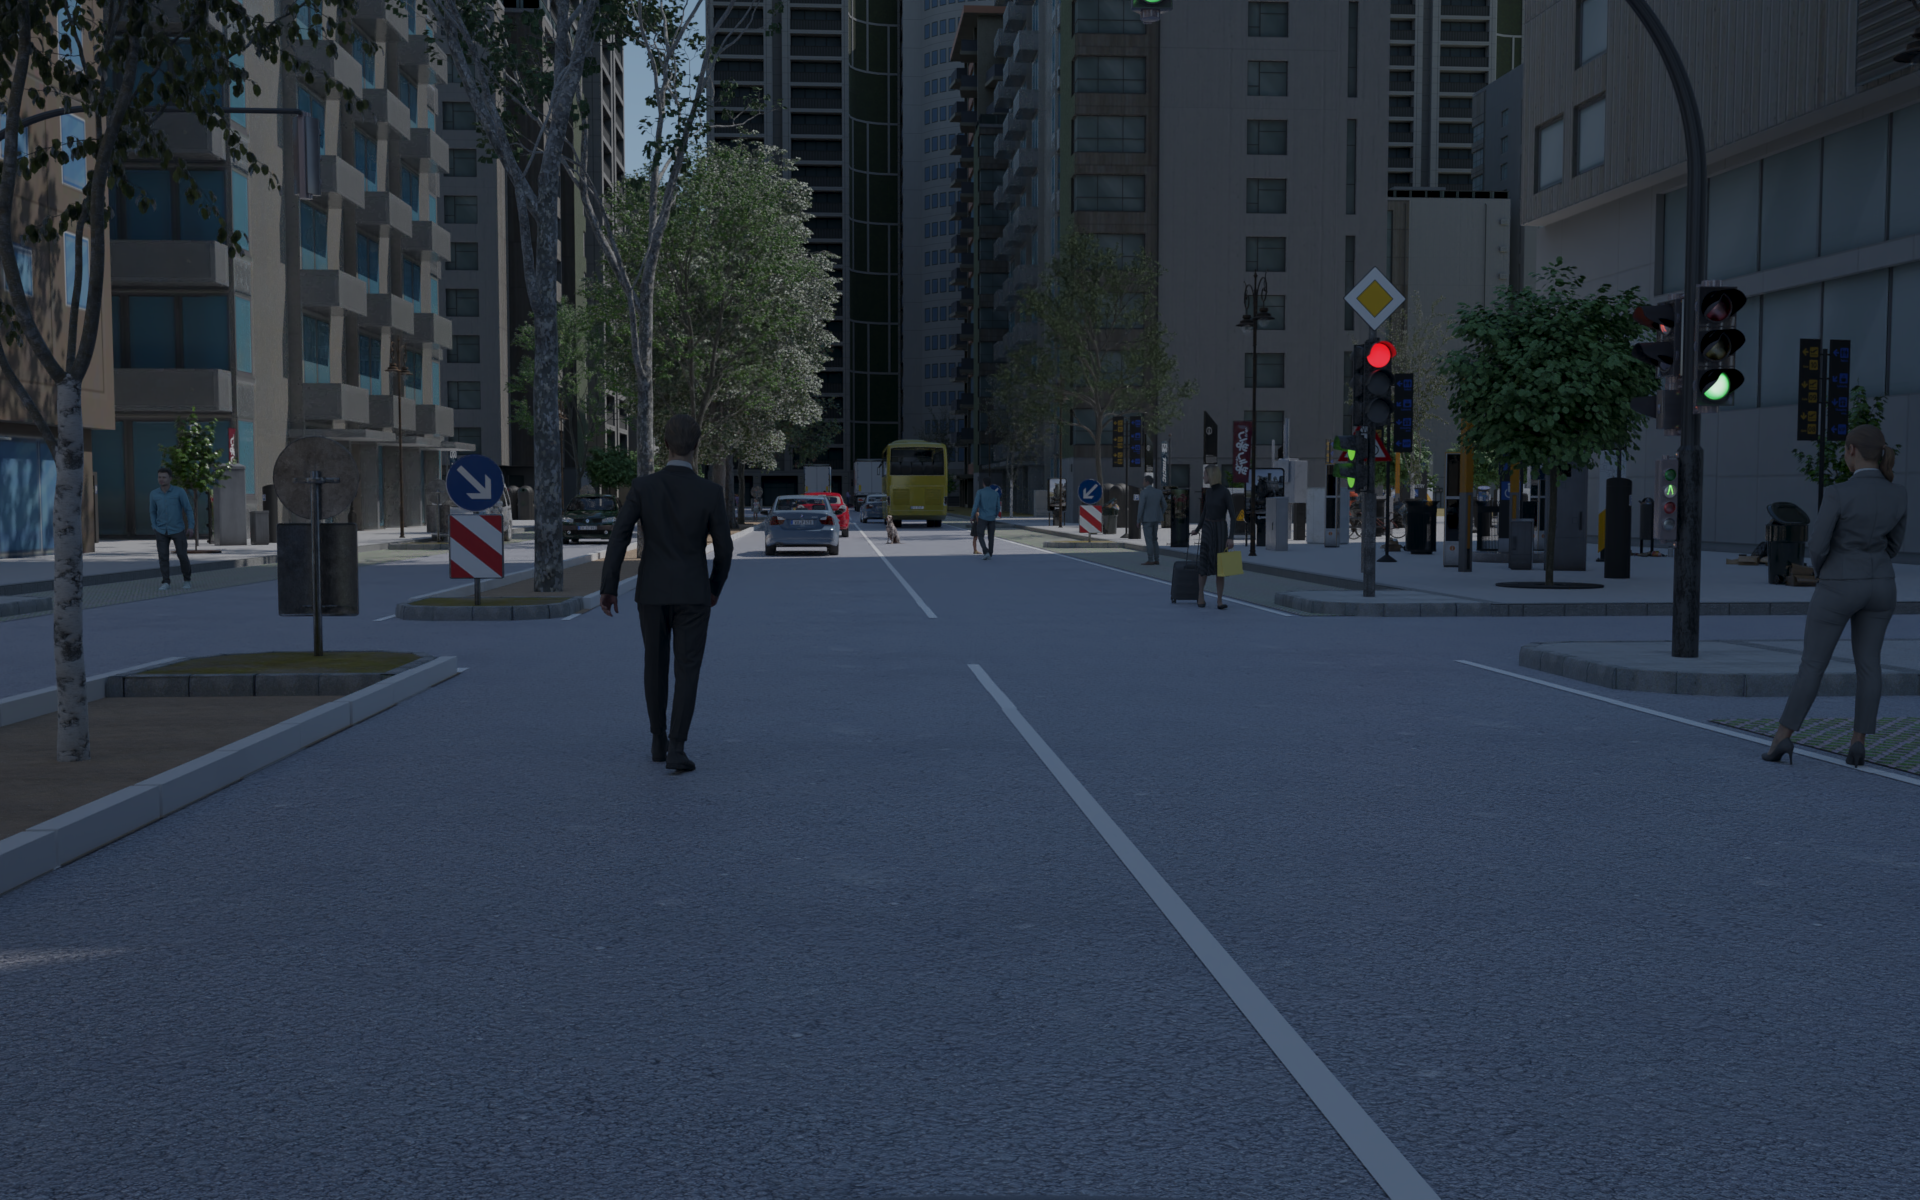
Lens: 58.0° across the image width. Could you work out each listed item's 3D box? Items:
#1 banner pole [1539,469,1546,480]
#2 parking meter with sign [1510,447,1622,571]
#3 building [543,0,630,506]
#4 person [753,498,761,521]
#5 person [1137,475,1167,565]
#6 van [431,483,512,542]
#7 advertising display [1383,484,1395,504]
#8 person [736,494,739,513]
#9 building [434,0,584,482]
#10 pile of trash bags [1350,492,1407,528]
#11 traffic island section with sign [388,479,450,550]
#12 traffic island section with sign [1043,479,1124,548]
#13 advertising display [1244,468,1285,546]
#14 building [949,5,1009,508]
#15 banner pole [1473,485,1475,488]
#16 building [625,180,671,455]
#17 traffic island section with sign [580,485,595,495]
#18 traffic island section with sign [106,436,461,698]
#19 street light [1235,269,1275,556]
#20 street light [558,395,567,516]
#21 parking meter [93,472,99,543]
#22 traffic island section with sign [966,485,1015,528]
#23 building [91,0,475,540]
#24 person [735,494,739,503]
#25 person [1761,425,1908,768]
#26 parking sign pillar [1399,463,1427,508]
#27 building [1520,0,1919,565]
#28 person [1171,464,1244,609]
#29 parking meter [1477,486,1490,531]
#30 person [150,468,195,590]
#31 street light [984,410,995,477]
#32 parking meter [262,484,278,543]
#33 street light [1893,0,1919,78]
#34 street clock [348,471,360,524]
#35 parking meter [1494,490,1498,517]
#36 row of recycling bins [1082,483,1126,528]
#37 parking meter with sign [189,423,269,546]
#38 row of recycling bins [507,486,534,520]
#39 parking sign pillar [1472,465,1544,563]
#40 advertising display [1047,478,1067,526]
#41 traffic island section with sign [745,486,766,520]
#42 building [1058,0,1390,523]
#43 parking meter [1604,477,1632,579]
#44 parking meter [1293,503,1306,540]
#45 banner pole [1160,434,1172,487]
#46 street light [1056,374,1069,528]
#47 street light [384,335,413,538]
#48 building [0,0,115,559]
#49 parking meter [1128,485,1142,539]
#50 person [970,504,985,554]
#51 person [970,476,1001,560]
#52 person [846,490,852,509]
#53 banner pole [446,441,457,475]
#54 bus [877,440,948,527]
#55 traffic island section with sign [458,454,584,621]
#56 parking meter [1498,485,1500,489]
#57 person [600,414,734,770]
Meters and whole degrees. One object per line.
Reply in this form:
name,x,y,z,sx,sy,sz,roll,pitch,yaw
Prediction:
banner pole,12.707,-2.882,37.131,0.863,3.779,0.401,1,4,23
parking meter with sign,10.162,-2.004,29.031,1.738,3.016,0.543,1,4,21
building,-35.533,-42.841,138.702,20.563,71.187,20.611,0,4,-4
person,-10.590,-4.705,90.448,0.505,1.210,0.382,1,4,16
person,3.835,-1.601,34.783,0.635,1.810,0.391,-3,5,-41
van,-14.271,-2.670,50.674,2.013,2.044,4.112,0,4,-3
advertising display,24.229,-5.656,97.688,0.974,1.923,0.123,1,4,10
person,-16.759,-7.236,130.032,0.599,1.433,0.991,0,4,-4
building,-29.922,-20.156,101.248,14.160,30.474,14.107,0,4,-4
pile of trash bags,15.670,-3.445,66.071,1.912,1.369,3.447,-1,4,-20
traffic island section with sign,-13.652,-2.232,45.119,1.989,1.847,2.006,0,4,-4
traffic island section with sign,3.272,-2.313,46.441,1.989,1.847,2.006,0,4,-4
advertising display,7.439,-2.273,42.376,0.974,1.923,0.123,0,4,2
building,10.479,-30.706,156.670,22.147,44.769,28.867,0,4,-4
banner pole,25.597,-5.944,87.203,0.401,3.779,0.863,-3,4,-38
building,-34.859,-23.824,161.229,14.107,30.474,14.160,0,4,-4
traffic island section with sign,-15.768,-3.959,73.353,1.989,1.847,2.006,0,4,-4
traffic island section with sign,-5.053,-0.305,13.116,2.006,1.907,1.989,0,4,-4
street light,6.068,-3.850,35.736,0.468,5.910,1.993,0,4,-4
street light,-18.664,-6.629,81.165,0.468,5.910,1.993,0,4,-4
parking meter,-22.681,-2.416,45.219,0.255,1.863,0.399,-1,4,-15
traffic island section with sign,1.261,-3.957,73.321,1.989,1.847,2.006,0,4,-4
building,-30.794,-26.898,59.398,23.786,49.044,30.456,0,4,-4
person,-15.098,-6.492,117.882,0.697,1.427,0.421,0,4,7
person,4.621,-0.022,9.140,0.520,1.790,0.573,-1,4,-23
parking sign pillar,22.162,-5.886,84.705,1.447,3.967,1.447,-1,4,-11
building,29.301,-27.213,34.174,27.495,52.752,28.713,0,4,-4
person,3.142,-0.813,22.016,0.699,1.804,1.509,0,4,-2
parking meter,15.859,-2.694,52.455,0.372,1.533,0.369,0,3,0
person,-11.773,-1.065,25.924,0.660,1.820,0.620,-1,4,-8
street light,1.638,-7.525,95.819,0.468,5.910,1.993,0,4,-4
parking meter,-18.076,-2.262,45.399,0.372,1.533,0.369,0,3,0
street light,7.836,-2.482,13.361,0.468,5.910,1.993,0,4,-4
street clock,-17.372,-2.747,49.487,0.471,2.002,0.358,2,4,27
parking meter,30.647,-5.532,98.856,0.372,1.533,0.369,0,3,0
row of recycling bins,5.633,-3.669,67.100,1.069,1.692,3.534,-1,4,-18
parking meter with sign,-18.148,-2.862,43.060,1.738,3.016,0.543,-3,5,-43
row of recycling bins,-22.588,-4.825,86.008,3.534,1.692,1.069,2,4,27
parking sign pillar,10.431,-2.706,32.718,1.447,3.967,1.447,1,4,19
advertising display,3.901,-3.943,69.675,0.974,1.923,0.123,-3,5,-41
traffic island section with sign,-11.229,-5.339,95.431,2.006,1.907,1.989,0,4,-4
building,11.430,-18.987,82.140,14.160,30.474,14.107,0,4,-4
parking meter,10.016,-1.098,26.357,0.372,1.533,0.369,0,3,0
parking meter,9.406,-2.584,47.958,0.255,1.863,0.399,0,4,-6
banner pole,8.546,-4.994,71.668,0.401,3.779,0.863,3,5,41
street light,3.833,-5.692,65.851,0.468,5.910,1.993,0,4,-4
street light,-16.331,-4.755,50.533,0.468,5.910,1.993,0,4,-4
building,-25.055,-23.207,29.550,14.600,45.320,14.200,0,4,-4
parking meter,4.979,-2.502,49.322,0.372,1.533,0.369,0,3,0
person,0.425,-1.725,41.373,0.373,1.253,0.362,0,4,-6
person,0.584,-1.787,37.743,0.660,1.820,0.620,-2,4,-26
person,-10.910,-9.932,170.754,0.599,1.838,0.709,-1,4,-14
banner pole,-24.234,-5.656,82.496,0.401,3.779,0.863,2,4,33
bus,-2.158,-5.259,77.526,2.896,3.916,12.252,0,4,-4
traffic island section with sign,-5.597,-0.756,20.503,2.006,1.907,1.989,0,4,-4
parking meter,30.051,-5.525,96.044,0.399,1.863,0.255,-2,4,-23
person,-1.512,-0.051,9.115,0.659,1.850,0.755,0,4,-2
